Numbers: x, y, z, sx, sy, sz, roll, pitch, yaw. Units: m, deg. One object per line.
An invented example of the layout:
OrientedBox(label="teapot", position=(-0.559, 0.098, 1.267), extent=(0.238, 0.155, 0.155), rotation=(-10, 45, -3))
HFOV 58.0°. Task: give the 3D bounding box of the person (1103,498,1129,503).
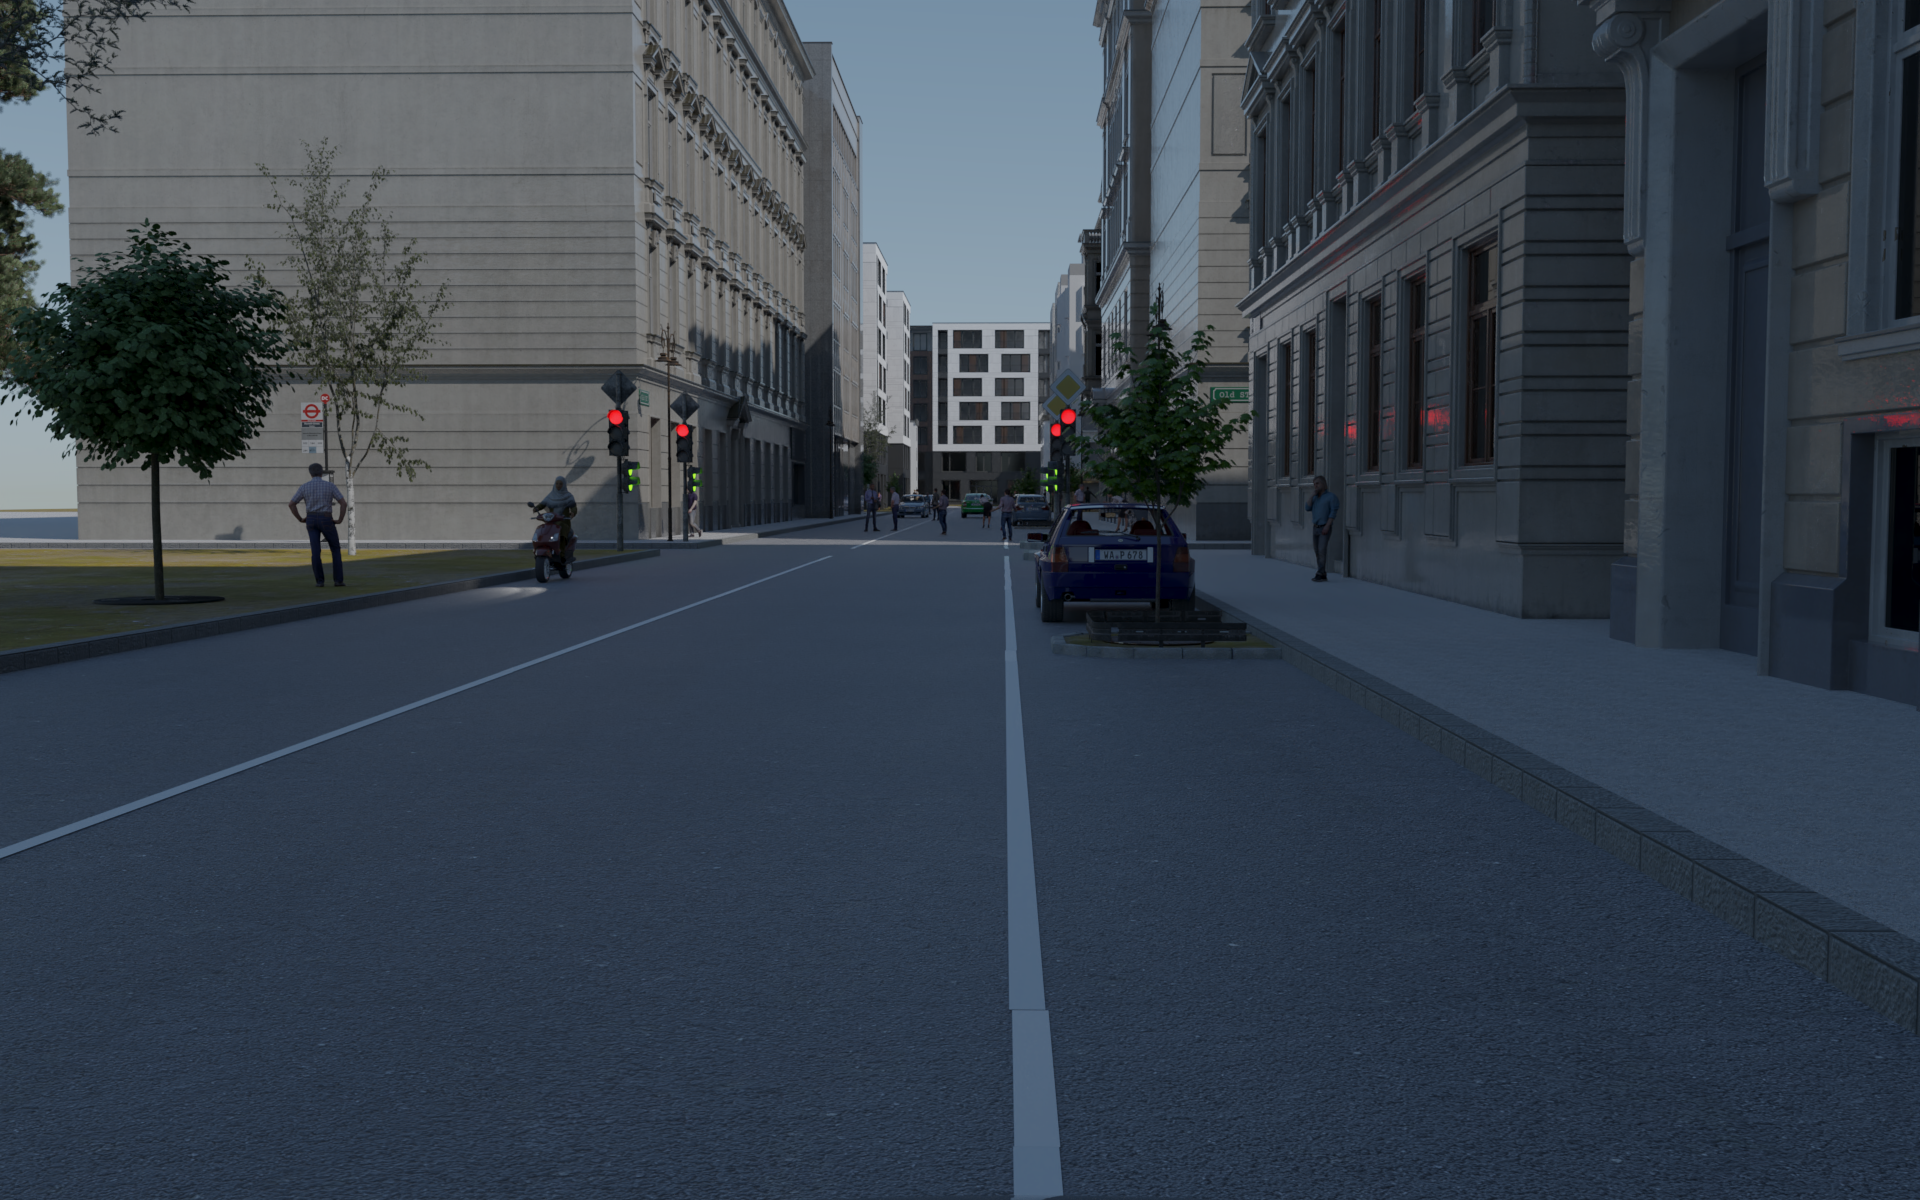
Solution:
OrientedBox(label="person", position=(5.300, -3.008, 58.412), extent=(0.799, 1.438, 0.628), rotation=(-2, 4, -24))

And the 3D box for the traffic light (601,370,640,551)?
OrientedBox(label="traffic light", position=(-7.589, -3.022, 38.659), extent=(0.839, 4.213, 0.868), rotation=(0, 4, 1))

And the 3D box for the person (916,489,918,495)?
OrientedBox(label="person", position=(-4.651, -11.000, 185.896), extent=(0.705, 1.824, 1.348), rotation=(0, 4, 1))

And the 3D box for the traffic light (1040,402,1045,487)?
OrientedBox(label="traffic light", position=(2.571, -3.496, 46.408), extent=(0.839, 4.213, 0.868), rotation=(0, 4, 1))

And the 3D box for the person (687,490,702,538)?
OrientedBox(label="person", position=(-7.798, -2.598, 50.735), extent=(0.471, 1.553, 0.569), rotation=(0, 4, -5))

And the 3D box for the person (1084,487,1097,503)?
OrientedBox(label="person", position=(9.240, -7.291, 125.274), extent=(1.348, 1.821, 0.705), rotation=(0, 4, 2))

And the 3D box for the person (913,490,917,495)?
OrientedBox(label="person", position=(-4.659, -10.690, 181.342), extent=(0.721, 1.766, 1.217), rotation=(-3, 4, -37))

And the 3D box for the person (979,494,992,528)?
OrientedBox(label="person", position=(1.071, -3.785, 73.575), extent=(0.799, 1.438, 0.628), rotation=(2, 4, 34))

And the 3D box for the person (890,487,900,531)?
OrientedBox(label="person", position=(-2.593, -3.552, 67.518), extent=(0.436, 1.711, 0.756), rotation=(2, 4, 27))

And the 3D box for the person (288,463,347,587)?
OrientedBox(label="person", position=(-8.851, -1.039, 23.971), extent=(0.756, 1.711, 0.436), rotation=(0, 4, -6))

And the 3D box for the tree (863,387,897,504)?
OrientedBox(label="tree", position=(-6.391, -10.360, 119.750), extent=(4.360, 8.622, 3.978), rotation=(0, 3, 0))

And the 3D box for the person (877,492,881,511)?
OrientedBox(label="person", position=(-6.331, -7.668, 134.640), extent=(0.421, 1.427, 0.697), rotation=(-1, 4, -12))

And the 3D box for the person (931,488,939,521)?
OrientedBox(label="person", position=(-1.403, -5.192, 93.926), extent=(0.617, 1.759, 0.750), rotation=(-2, 4, -33))

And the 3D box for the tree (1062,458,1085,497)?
OrientedBox(label="tree", position=(5.888, -5.925, 91.467), extent=(1.663, 3.219, 1.824), rotation=(0, 3, 0))

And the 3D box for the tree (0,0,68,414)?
OrientedBox(label="tree", position=(-17.836, -6.513, 28.541), extent=(6.751, 12.117, 7.091), rotation=(0, 3, 0))

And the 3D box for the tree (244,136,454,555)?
OrientedBox(label="tree", position=(-12.675, -5.234, 35.932), extent=(4.360, 8.622, 3.978), rotation=(0, 3, 0))

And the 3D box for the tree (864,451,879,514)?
OrientedBox(label="tree", position=(-6.970, -7.969, 114.009), extent=(4.285, 4.588, 4.351), rotation=(0, 3, 0))

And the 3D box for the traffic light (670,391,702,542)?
OrientedBox(label="traffic light", position=(-7.388, -3.511, 46.641), extent=(0.839, 4.213, 0.868), rotation=(0, 4, 1))

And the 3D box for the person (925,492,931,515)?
OrientedBox(label="person", position=(-2.211, -6.733, 120.793), extent=(0.499, 1.552, 0.429), rotation=(-1, 4, -10))

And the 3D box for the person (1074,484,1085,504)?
OrientedBox(label="person", position=(5.148, -4.079, 73.678), extent=(0.756, 1.711, 0.436), rotation=(-3, 5, -43))

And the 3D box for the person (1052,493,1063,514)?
OrientedBox(label="person", position=(6.090, -6.224, 108.331), extent=(0.617, 1.759, 0.750), rotation=(1, 4, 12))

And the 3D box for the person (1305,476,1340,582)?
OrientedBox(label="person", position=(5.307, -1.049, 25.398), extent=(0.429, 1.552, 0.499), rotation=(-1, 4, -10))

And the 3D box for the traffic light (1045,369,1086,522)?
OrientedBox(label="traffic light", position=(2.370, -3.008, 38.425), extent=(0.839, 4.213, 0.868), rotation=(0, 4, 1))

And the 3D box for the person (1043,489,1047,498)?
OrientedBox(label="person", position=(7.806, -9.426, 160.977), extent=(0.721, 1.723, 1.217), rotation=(1, 4, 14))

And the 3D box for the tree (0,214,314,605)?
OrientedBox(label="tree", position=(-9.470, -2.254, 20.560), extent=(4.285, 4.588, 4.351), rotation=(0, 3, 0))

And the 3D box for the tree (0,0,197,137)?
OrientedBox(label="tree", position=(-9.576, -6.244, 12.464), extent=(12.009, 13.543, 11.850), rotation=(0, 3, 0))

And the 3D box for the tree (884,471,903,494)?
OrientedBox(label="tree", position=(-5.394, -9.196, 144.949), extent=(1.663, 3.219, 1.824), rotation=(0, 3, 0))

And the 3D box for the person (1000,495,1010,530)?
OrientedBox(label="person", position=(1.815, -3.491, 68.123), extent=(0.613, 1.512, 0.480), rotation=(2, 4, 32))

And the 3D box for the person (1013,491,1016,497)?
OrientedBox(label="person", position=(5.591, -10.040, 173.177), extent=(0.617, 1.759, 0.750), rotation=(-2, 4, -29))

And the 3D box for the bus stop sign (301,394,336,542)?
OrientedBox(label="bus stop sign", position=(-17.063, -3.508, 46.063), extent=(0.855, 3.939, 0.416), rotation=(0, 4, 1))

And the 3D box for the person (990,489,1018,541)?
OrientedBox(label="person", position=(1.426, -2.596, 52.901), extent=(0.963, 1.587, 0.435), rotation=(-2, 4, -32))

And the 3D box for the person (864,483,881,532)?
OrientedBox(label="person", position=(-3.316, -3.533, 66.126), extent=(0.709, 1.838, 0.599), rotation=(-2, 4, -34))

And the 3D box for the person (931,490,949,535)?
OrientedBox(label="person", position=(-0.606, -3.077, 60.772), extent=(0.435, 1.587, 0.963), rotation=(2, 4, 26))
